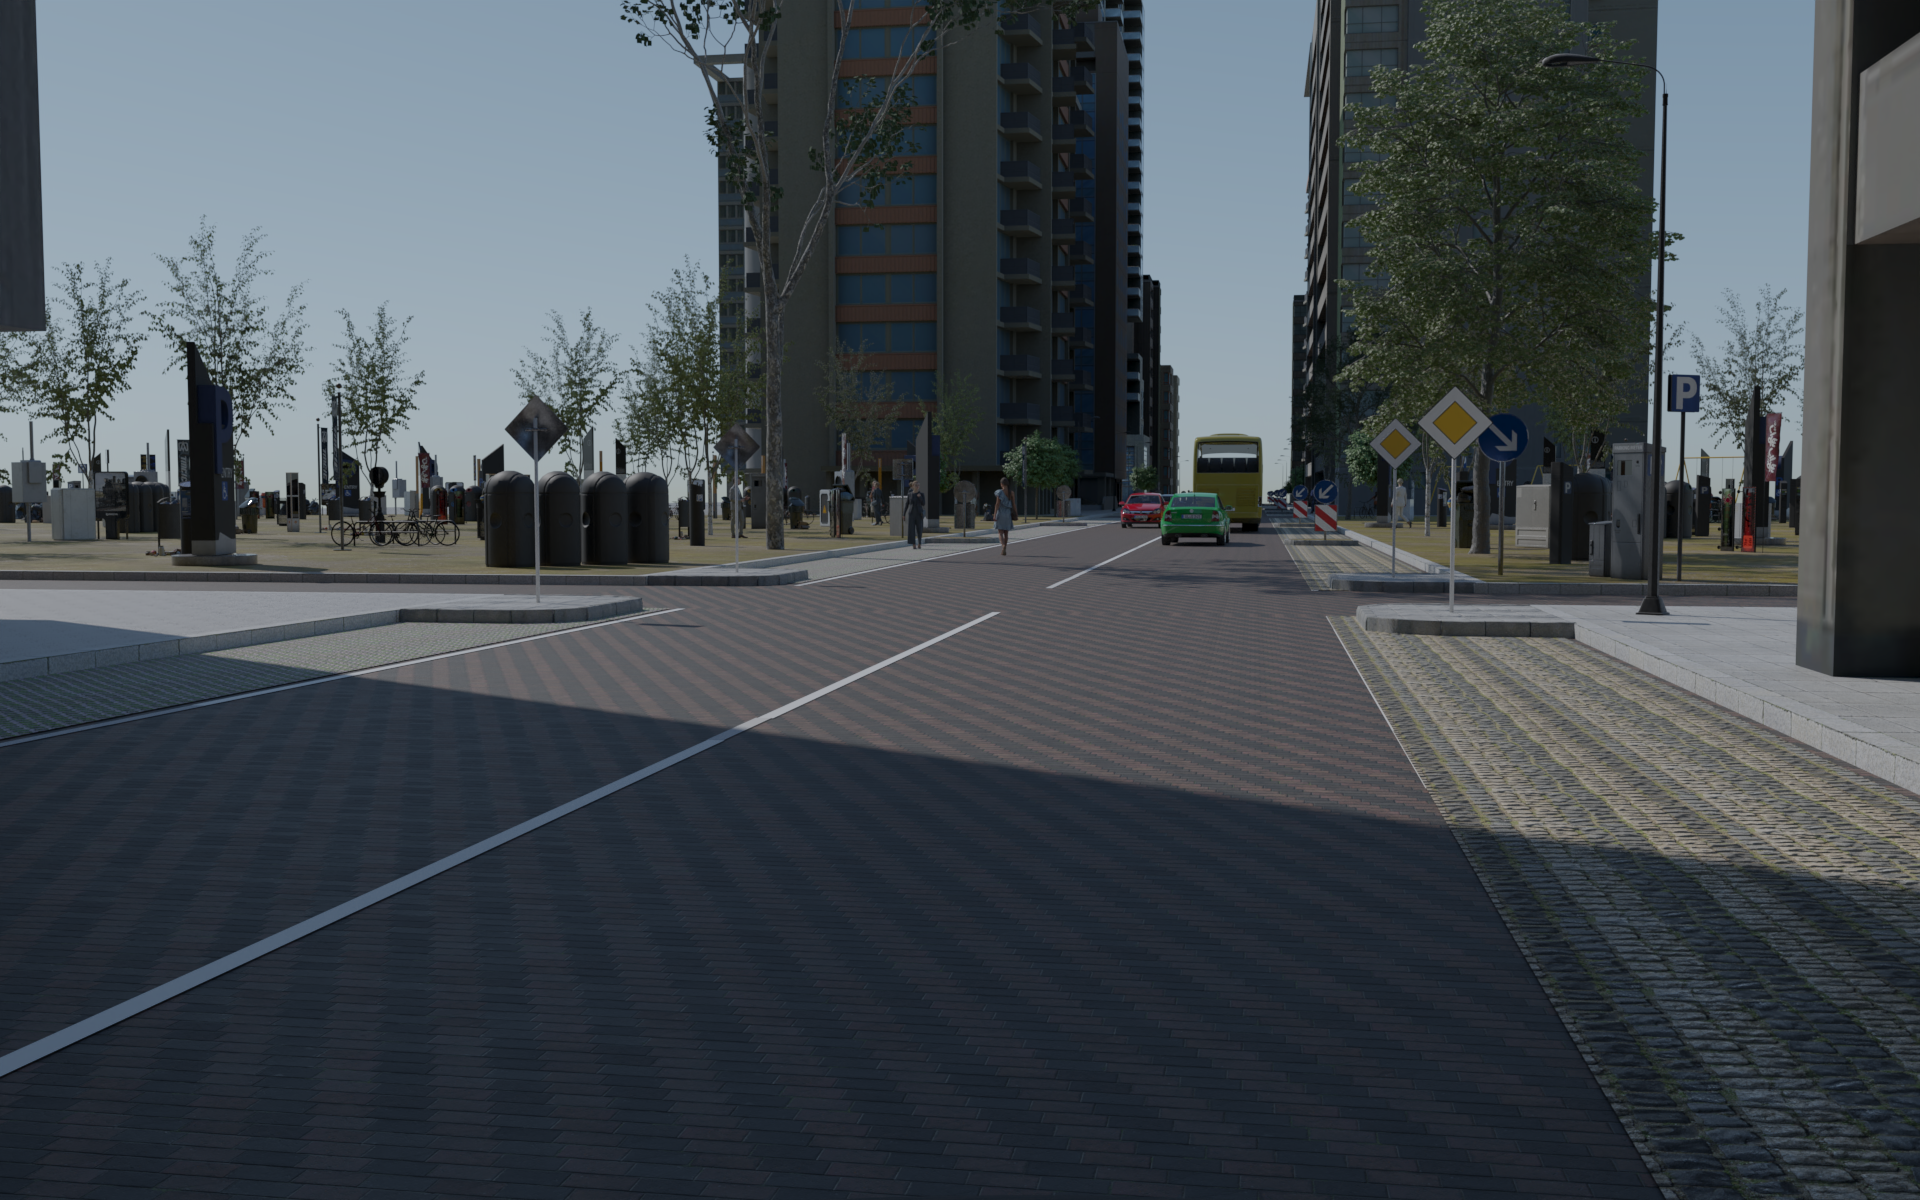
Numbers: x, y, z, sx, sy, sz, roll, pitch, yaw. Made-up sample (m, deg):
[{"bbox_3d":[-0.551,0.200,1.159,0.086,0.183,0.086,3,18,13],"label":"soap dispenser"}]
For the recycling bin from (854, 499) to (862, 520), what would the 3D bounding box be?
[{"bbox_3d":[-5.322,-4.493,86.010,0.722,1.027,0.722,1,4,13],"label":"recycling bin"}]

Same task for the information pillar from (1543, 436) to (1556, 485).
[{"bbox_3d":[23.780,-4.807,69.957,0.504,3.616,0.183,2,4,26],"label":"information pillar"}]

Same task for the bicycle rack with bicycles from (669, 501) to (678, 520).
[{"bbox_3d":[-14.445,-4.438,85.946,2.852,0.926,2.925,3,5,40],"label":"bicycle rack with bicycles"}]

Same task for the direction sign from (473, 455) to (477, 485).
[{"bbox_3d":[-28.191,-6.648,100.695,0.379,3.537,0.876,-2,4,-24],"label":"direction sign"}]

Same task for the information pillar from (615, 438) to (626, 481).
[{"bbox_3d":[-14.122,-4.939,72.110,0.504,3.616,0.183,1,4,21],"label":"information pillar"}]

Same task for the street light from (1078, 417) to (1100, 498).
[{"bbox_3d":[7.670,-8.037,103.941,1.470,5.913,1.316,1,4,10],"label":"street light"}]

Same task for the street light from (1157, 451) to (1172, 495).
[{"bbox_3d":[21.860,-13.086,186.502,1.470,5.913,1.316,1,4,10],"label":"street light"}]

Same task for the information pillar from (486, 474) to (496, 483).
[{"bbox_3d":[-17.137,-3.603,63.400,0.304,2.012,0.304,-3,4,-36],"label":"information pillar"}]

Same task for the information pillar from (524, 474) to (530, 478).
[{"bbox_3d":[-16.246,-3.686,64.753,0.304,2.012,0.304,0,4,7],"label":"information pillar"}]

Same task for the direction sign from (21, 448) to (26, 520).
[{"bbox_3d":[-45.674,-5.658,84.505,0.379,3.537,0.876,-2,4,-30],"label":"direction sign"}]

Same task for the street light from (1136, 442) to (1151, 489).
[{"bbox_3d":[16.333,-11.133,154.569,1.470,5.913,1.316,1,4,10],"label":"street light"}]

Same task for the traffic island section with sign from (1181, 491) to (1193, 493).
[{"bbox_3d":[26.978,-12.219,208.413,1.989,1.847,2.006,1,4,10],"label":"traffic island section with sign"}]

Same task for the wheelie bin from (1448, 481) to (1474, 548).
[{"bbox_3d":[12.095,-2.029,41.086,0.980,1.594,0.693,0,4,-1],"label":"wheelie bin"}]

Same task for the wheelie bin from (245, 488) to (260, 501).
[{"bbox_3d":[-39.431,-5.420,96.532,0.980,1.594,0.693,3,5,43],"label":"wheelie bin"}]

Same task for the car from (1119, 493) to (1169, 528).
[{"bbox_3d":[7.929,-3.981,74.127,2.155,1.783,4.494,1,4,11],"label":"car"}]

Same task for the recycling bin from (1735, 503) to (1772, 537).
[{"bbox_3d":[21.588,-2.121,47.240,0.722,1.027,0.722,-1,4,-14],"label":"recycling bin"}]

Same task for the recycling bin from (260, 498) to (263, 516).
[{"bbox_3d":[-41.745,-5.500,102.472,0.722,1.027,0.722,0,4,-1],"label":"recycling bin"}]

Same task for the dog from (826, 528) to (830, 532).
[{"bbox_3d":[-4.277,-2.716,58.781,0.800,0.831,0.513,1,4,15],"label":"dog"}]

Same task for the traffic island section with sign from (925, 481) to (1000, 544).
[{"bbox_3d":[0.116,-2.573,50.699,1.989,1.847,2.006,1,4,10],"label":"traffic island section with sign"}]

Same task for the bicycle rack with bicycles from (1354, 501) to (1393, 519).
[{"bbox_3d":[21.915,-4.705,90.314,2.852,0.926,2.925,2,4,35],"label":"bicycle rack with bicycles"}]

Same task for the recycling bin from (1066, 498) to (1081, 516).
[{"bbox_3d":[6.497,-5.342,99.893,0.722,1.027,0.722,-1,4,-20],"label":"recycling bin"}]

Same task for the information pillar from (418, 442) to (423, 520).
[{"bbox_3d":[-24.086,-5.257,77.305,0.183,3.616,0.504,-2,4,-26],"label":"information pillar"}]

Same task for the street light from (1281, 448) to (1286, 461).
[{"bbox_3d":[33.513,-12.434,175.839,1.470,5.913,1.316,1,4,10],"label":"street light"}]

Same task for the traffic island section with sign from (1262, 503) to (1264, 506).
[{"bbox_3d":[27.672,-8.746,151.632,1.989,1.847,2.006,1,4,10],"label":"traffic island section with sign"}]

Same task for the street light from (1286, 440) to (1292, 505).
[{"bbox_3d":[29.208,-10.861,150.122,1.470,5.913,1.316,1,4,10],"label":"street light"}]

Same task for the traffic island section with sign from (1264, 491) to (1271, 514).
[{"bbox_3d":[23.012,-7.076,124.318,1.989,1.847,2.006,1,4,10],"label":"traffic island section with sign"}]

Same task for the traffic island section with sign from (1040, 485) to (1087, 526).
[{"bbox_3d":[4.657,-4.203,77.354,1.989,1.847,2.006,1,4,10],"label":"traffic island section with sign"}]

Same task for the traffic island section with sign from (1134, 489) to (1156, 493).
[{"bbox_3d":[13.107,-7.241,127.024,1.989,1.847,2.006,1,4,10],"label":"traffic island section with sign"}]

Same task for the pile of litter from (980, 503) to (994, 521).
[{"bbox_3d":[1.542,-4.170,82.142,1.176,0.858,1.719,0,4,2],"label":"pile of litter"}]

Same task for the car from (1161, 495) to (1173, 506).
[{"bbox_3d":[11.791,-5.325,99.074,2.014,1.417,4.499,1,4,10],"label":"car"}]

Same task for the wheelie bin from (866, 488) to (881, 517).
[{"bbox_3d":[-4.754,-5.344,95.290,0.693,1.594,0.980,-3,5,-40],"label":"wheelie bin"}]

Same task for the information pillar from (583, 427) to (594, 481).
[{"bbox_3d":[-12.962,-4.232,60.552,0.504,3.616,0.183,3,4,38],"label":"information pillar"}]

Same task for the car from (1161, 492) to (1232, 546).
[{"bbox_3d":[6.795,-2.501,49.680,1.959,1.807,4.718,1,4,11],"label":"car"}]

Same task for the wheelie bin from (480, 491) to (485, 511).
[{"bbox_3d":[-20.935,-4.256,77.494,0.980,1.594,0.693,-3,5,-42],"label":"wheelie bin"}]

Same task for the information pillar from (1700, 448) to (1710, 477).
[{"bbox_3d":[38.185,-5.963,88.849,0.504,3.616,0.183,-1,4,-13],"label":"information pillar"}]

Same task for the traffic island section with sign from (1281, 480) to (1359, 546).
[{"bbox_3d":[10.127,-2.446,48.626,1.989,1.847,2.006,1,4,10],"label":"traffic island section with sign"}]

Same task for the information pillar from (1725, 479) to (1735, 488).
[{"bbox_3d":[36.446,-4.741,82.004,0.304,2.012,0.304,-2,4,-31],"label":"information pillar"}]

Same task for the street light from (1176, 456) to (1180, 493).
[{"bbox_3d":[26.253,-14.658,212.195,1.470,5.913,1.316,1,4,10],"label":"street light"}]

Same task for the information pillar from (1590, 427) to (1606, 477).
[{"bbox_3d":[20.917,-4.008,56.878,0.504,3.616,0.183,1,4,21],"label":"information pillar"}]

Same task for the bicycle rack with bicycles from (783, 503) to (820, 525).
[{"bbox_3d":[-7.291,-3.626,72.664,2.925,0.926,2.852,-3,5,-40],"label":"bicycle rack with bicycles"}]

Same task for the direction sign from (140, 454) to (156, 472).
[{"bbox_3d":[-46.158,-6.517,98.545,0.379,3.537,0.876,3,4,37],"label":"direction sign"}]

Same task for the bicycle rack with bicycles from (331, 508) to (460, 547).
[{"bbox_3d":[-13.773,-1.826,43.238,2.925,0.926,2.852,1,4,14],"label":"bicycle rack with bicycles"}]

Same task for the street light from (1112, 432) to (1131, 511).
[{"bbox_3d":[12.036,-9.573,129.057,1.470,5.913,1.316,1,4,10],"label":"street light"}]

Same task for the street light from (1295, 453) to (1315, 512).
[{"bbox_3d":[24.974,-9.324,124.984,1.470,5.913,1.316,1,4,10],"label":"street light"}]

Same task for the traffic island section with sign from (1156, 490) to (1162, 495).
[{"bbox_3d":[17.633,-8.867,153.598,1.989,1.847,2.006,1,4,10],"label":"traffic island section with sign"}]

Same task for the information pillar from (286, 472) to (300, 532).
[{"bbox_3d":[-22.569,-3.308,58.583,0.304,2.012,0.304,3,4,37],"label":"information pillar"}]

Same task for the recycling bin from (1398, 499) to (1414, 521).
[{"bbox_3d":[21.513,-4.360,83.836,0.722,1.027,0.722,2,4,30],"label":"recycling bin"}]

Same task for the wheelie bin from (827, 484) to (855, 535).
[{"bbox_3d":[-3.772,-2.885,55.078,0.980,1.594,0.693,3,4,38],"label":"wheelie bin"}]

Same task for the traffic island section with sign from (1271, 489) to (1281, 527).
[{"bbox_3d":[14.762,-4.108,75.798,1.989,1.847,2.006,1,4,10],"label":"traffic island section with sign"}]

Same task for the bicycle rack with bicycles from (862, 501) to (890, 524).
[{"bbox_3d":[-2.417,-3.773,75.067,2.925,0.926,2.852,-2,4,-28],"label":"bicycle rack with bicycles"}]

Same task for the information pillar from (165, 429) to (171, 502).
[{"bbox_3d":[-28.709,-4.370,62.799,0.183,3.616,0.504,-2,4,-35],"label":"information pillar"}]

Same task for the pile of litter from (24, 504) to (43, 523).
[{"bbox_3d":[-40.968,-3.873,77.288,1.176,0.858,1.719,2,4,28],"label":"pile of litter"}]

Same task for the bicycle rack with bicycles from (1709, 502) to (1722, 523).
[{"bbox_3d":[33.273,-3.869,76.645,2.852,0.926,2.925,-3,4,-38],"label":"bicycle rack with bicycles"}]

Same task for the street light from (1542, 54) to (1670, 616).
[{"bbox_3d":[6.848,-2.803,18.371,1.470,5.913,1.316,1,4,10],"label":"street light"}]

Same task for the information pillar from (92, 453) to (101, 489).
[{"bbox_3d":[-48.444,-6.478,97.269,0.504,3.616,0.183,-2,4,-34],"label":"information pillar"}]
